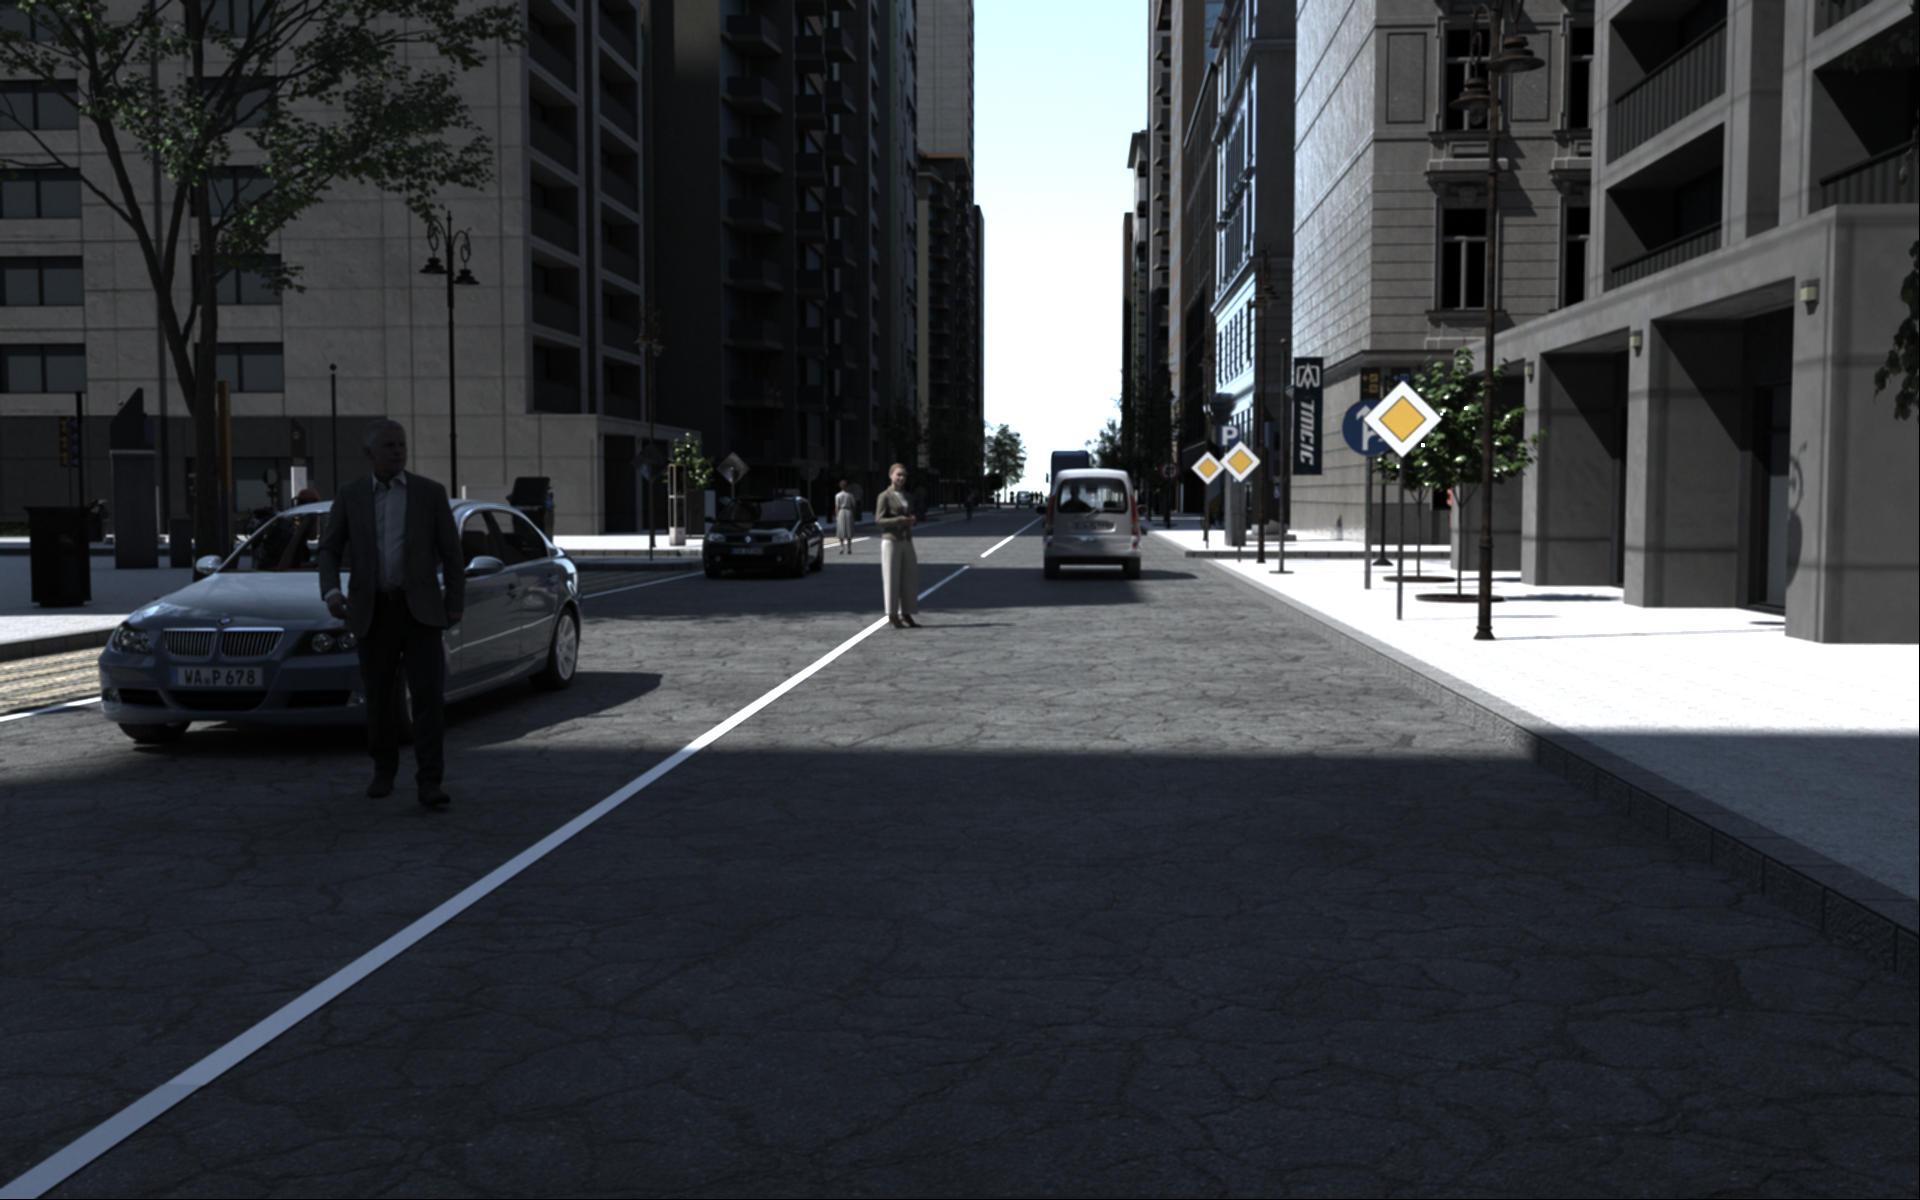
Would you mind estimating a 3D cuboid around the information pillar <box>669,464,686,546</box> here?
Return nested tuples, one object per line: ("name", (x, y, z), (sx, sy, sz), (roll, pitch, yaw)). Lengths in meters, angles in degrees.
("information pillar", (-6.999, -2.347, 42.863), (0.304, 2.012, 0.304), (-3, 5, -39))

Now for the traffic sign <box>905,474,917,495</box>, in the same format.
("traffic sign", (-3.028, -6.537, 106.988), (0.768, 2.556, 0.104), (1, 4, 11))

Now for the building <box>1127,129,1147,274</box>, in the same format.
("building", (38.215, -40.096, 244.813), (28.713, 52.752, 27.495), (0, 4, 4))

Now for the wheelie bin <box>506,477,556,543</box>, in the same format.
("wheelie bin", (-7.863, -1.463, 31.824), (0.980, 1.594, 0.693), (0, 4, 7))

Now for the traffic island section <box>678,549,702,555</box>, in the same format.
("traffic island section", (-5.417, -1.160, 41.243), (2.009, 0.180, 2.903), (0, 4, 4))

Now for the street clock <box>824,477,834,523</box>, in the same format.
("street clock", (-5.692, -4.340, 75.536), (0.358, 2.002, 0.471), (2, 4, 27))

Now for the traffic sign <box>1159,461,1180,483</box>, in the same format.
("traffic sign", (7.962, -4.021, 65.855), (0.768, 2.556, 0.104), (1, 4, 11))

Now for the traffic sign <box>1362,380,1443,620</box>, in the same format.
("traffic sign", (4.474, -1.002, 17.571), (0.795, 2.450, 0.064), (1, 4, 9))

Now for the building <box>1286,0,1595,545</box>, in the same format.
("building", (32.134, -16.671, 48.982), (44.131, 29.872, 17.030), (0, 4, 4))

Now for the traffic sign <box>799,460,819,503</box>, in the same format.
("traffic sign", (-5.706, -4.004, 65.576), (0.768, 2.556, 0.104), (0, 4, 5))

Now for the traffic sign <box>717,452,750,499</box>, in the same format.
("traffic sign", (-5.393, -2.296, 41.180), (0.795, 2.450, 0.064), (0, 4, 4))

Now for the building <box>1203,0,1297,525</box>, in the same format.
("building", (18.834, -17.973, 79.760), (13.634, 28.700, 20.117), (0, 4, 4))

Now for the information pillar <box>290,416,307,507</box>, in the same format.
("information pillar", (-20.038, -3.738, 52.477), (0.183, 3.616, 0.504), (2, 4, 33))

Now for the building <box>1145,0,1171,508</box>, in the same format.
("building", (29.064, -38.556, 172.386), (21.231, 58.520, 28.212), (0, 4, 4))

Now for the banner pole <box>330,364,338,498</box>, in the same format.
("banner pole", (-12.117, -2.664, 33.567), (0.401, 3.779, 0.863), (-1, 4, -22))

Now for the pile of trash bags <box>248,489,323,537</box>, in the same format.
("pile of trash bags", (-11.423, -1.258, 30.326), (1.912, 1.369, 3.447), (-1, 4, -21))

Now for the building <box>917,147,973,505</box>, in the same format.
("building", (-9.817, -34.436, 217.649), (22.147, 44.769, 28.867), (0, 4, 4))

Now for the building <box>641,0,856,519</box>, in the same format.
("building", (-17.670, -26.995, 95.987), (22.147, 44.769, 28.867), (0, 4, 4))

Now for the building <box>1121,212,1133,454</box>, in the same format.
("building", (31.876, -37.690, 266.342), (14.600, 45.320, 14.200), (0, 4, 4))

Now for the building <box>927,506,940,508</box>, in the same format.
("building", (-12.519, -44.620, 167.783), (20.563, 71.187, 20.611), (0, 4, 4))

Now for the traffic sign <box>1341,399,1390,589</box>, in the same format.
("traffic sign", (5.499, -1.418, 23.285), (0.768, 2.556, 0.104), (1, 4, 8))

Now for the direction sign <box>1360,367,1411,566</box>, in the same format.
("direction sign", (7.586, -2.385, 30.986), (0.876, 3.537, 0.379), (0, 4, 4))

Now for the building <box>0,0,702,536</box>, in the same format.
("building", (-20.602, -38.146, 61.946), (20.563, 71.187, 20.611), (0, 4, 4))

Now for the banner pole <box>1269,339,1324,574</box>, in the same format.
("banner pole", (5.436, -2.318, 27.923), (0.863, 3.779, 0.401), (1, 4, 13))

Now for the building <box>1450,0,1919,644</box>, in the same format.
("building", (17.870, -35.366, 16.490), (20.563, 71.187, 20.611), (0, 4, 4))

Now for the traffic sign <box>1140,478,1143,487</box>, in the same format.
("traffic sign", (11.301, -6.580, 109.705), (0.606, 2.300, 0.079), (1, 4, 13))

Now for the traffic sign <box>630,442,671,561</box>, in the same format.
("traffic sign", (-5.929, -1.809, 33.212), (0.795, 2.450, 0.064), (0, 4, 4))

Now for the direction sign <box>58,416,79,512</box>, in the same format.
("direction sign", (-26.057, -3.589, 50.685), (0.379, 3.537, 0.876), (0, 4, 6))

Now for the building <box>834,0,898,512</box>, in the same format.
("building", (-12.136, -26.911, 123.590), (14.154, 41.232, 14.086), (0, 4, 4))

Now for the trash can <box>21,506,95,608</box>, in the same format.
("trash can", (-10.266, -0.496, 19.761), (0.748, 1.137, 0.748), (0, 3, 0))

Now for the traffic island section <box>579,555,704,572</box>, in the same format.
("traffic island section", (-5.953, -0.672, 33.276), (2.009, 0.180, 2.903), (0, 4, 4))

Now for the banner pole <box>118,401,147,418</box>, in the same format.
("banner pole", (-22.364, -3.474, 46.809), (0.863, 3.779, 0.401), (-2, 4, -30))

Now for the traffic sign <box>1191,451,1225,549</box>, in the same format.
("traffic sign", (5.774, -2.249, 40.411), (0.795, 2.450, 0.064), (0, 4, 4))

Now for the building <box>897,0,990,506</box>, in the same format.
("building", (-6.247, -49.129, 241.504), (20.563, 71.187, 20.611), (0, 4, 4))

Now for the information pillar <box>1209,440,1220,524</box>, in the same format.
("information pillar", (10.860, -5.062, 74.120), (0.504, 3.616, 0.183), (0, 4, -1))

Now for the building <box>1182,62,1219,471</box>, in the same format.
("building", (21.055, -18.894, 102.432), (14.314, 27.812, 24.014), (0, 4, 4))

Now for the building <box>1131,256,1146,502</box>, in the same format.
("building", (28.430, -26.843, 210.580), (14.160, 30.474, 14.107), (0, 4, 4))

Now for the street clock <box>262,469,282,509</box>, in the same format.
("street clock", (-19.810, -2.773, 49.906), (0.471, 2.002, 0.358), (0, 4, 8))

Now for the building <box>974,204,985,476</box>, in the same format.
("building", (-3.555, -37.337, 260.573), (14.600, 45.320, 14.200), (0, 4, 4))

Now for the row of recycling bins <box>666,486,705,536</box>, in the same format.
("row of recycling bins", (-8.723, -2.944, 55.255), (1.069, 1.692, 3.534), (-1, 4, -16))

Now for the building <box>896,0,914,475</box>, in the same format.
("building", (-18.215, -33.971, 144.666), (28.713, 52.752, 27.495), (0, 4, 4))

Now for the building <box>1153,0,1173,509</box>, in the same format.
("building", (27.502, -29.953, 144.359), (22.147, 44.769, 28.867), (0, 4, 4))

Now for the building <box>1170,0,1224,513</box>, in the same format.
("building", (22.197, -28.907, 122.732), (14.600, 45.320, 14.200), (0, 4, 4))

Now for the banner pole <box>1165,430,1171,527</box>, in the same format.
("banner pole", (8.026, -4.675, 66.455), (0.401, 3.779, 0.863), (0, 4, 2))

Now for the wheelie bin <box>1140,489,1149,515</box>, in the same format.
("wheelie bin", (11.107, -5.907, 104.485), (0.693, 1.594, 0.980), (0, 4, 3))
